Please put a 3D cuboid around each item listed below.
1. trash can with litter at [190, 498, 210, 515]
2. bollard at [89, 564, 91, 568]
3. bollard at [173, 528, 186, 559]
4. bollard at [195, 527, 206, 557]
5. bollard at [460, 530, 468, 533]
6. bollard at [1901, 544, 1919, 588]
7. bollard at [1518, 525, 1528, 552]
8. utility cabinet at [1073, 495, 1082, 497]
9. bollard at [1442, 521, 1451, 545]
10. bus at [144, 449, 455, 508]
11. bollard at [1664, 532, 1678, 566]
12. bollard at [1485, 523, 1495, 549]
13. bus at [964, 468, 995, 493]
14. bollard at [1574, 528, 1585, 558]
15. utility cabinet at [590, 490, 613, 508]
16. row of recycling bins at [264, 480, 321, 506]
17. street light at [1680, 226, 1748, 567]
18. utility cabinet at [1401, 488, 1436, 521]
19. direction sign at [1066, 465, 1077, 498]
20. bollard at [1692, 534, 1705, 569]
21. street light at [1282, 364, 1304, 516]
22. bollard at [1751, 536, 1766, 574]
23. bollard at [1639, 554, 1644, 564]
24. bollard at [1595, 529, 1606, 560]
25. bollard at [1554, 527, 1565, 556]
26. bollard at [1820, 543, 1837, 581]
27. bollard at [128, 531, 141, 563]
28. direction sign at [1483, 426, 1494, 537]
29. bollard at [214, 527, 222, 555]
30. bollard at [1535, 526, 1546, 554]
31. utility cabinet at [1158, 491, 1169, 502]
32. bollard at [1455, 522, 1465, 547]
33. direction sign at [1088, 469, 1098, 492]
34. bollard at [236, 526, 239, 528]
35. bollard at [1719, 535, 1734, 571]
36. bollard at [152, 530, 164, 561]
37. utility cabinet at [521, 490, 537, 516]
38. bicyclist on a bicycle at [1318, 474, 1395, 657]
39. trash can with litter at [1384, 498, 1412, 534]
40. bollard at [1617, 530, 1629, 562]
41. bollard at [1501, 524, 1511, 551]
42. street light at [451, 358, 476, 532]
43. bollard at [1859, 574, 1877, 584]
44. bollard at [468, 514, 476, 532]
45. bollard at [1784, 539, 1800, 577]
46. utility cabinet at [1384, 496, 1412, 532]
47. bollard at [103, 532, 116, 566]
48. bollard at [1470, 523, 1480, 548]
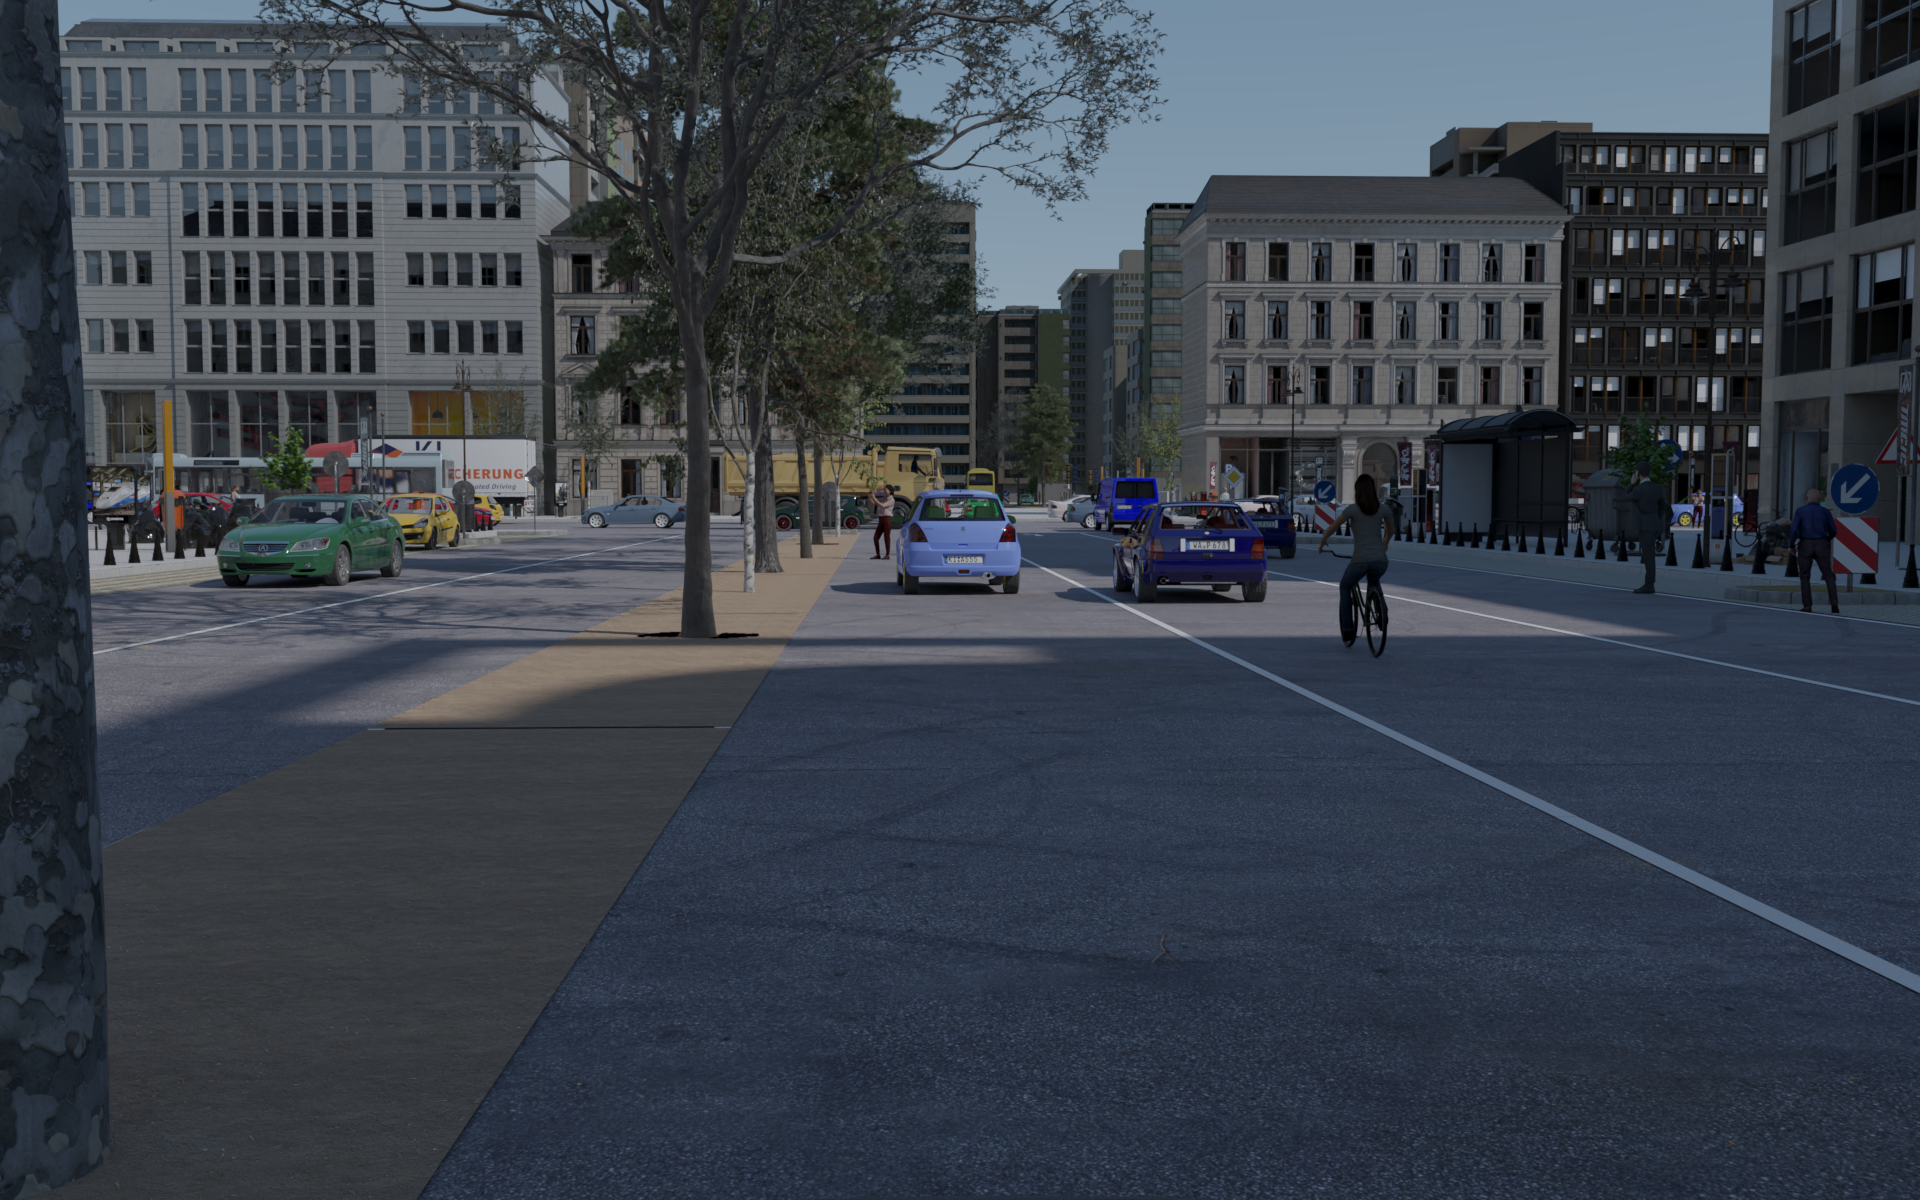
[{"bbox_3d":[-21.195,-2.295,48.908,1.055,1.170,0.624,-2,4,-29],"label":"trash can with litter"},{"bbox_3d":[-15.267,-0.862,30.139,0.229,0.601,0.229,0,3,0],"label":"bollard"},{"bbox_3d":[-15.444,-1.114,34.255,0.229,0.601,0.229,0,3,0],"label":"bollard"},{"bbox_3d":[-15.485,-1.177,35.280,0.229,0.601,0.229,0,3,0],"label":"bollard"},{"bbox_3d":[-16.396,-2.501,56.932,0.229,0.601,0.229,0,3,0],"label":"bollard"},{"bbox_3d":[13.002,-0.466,23.661,0.229,0.601,0.229,0,3,0],"label":"bollard"},{"bbox_3d":[12.389,-1.350,38.118,0.229,0.601,0.229,0,3,0],"label":"bollard"},{"bbox_3d":[8.988,-7.330,131.000,0.306,1.237,1.020,-2,4,-33],"label":"utility cabinet"},{"bbox_3d":[12.172,-1.667,43.298,0.229,0.601,0.229,0,3,0],"label":"bollard"},{"bbox_3d":[-28.610,-4.850,74.150,13.247,3.499,2.948,0,4,-3],"label":"bus"},{"bbox_3d":[12.696,-0.909,30.897,0.229,0.601,0.229,0,3,0],"label":"bollard"},{"bbox_3d":[12.304,-1.476,40.181,0.229,0.601,0.229,0,3,0],"label":"bollard"},{"bbox_3d":[1.864,-10.633,165.401,2.896,3.916,12.252,0,4,0],"label":"bus"},{"bbox_3d":[12.521,-1.160,35.000,0.229,0.601,0.229,0,3,0],"label":"bollard"},{"bbox_3d":[-19.532,-5.245,94.435,1.173,1.500,0.318,0,4,-7],"label":"utility cabinet"},{"bbox_3d":[-19.961,-2.744,51.984,1.069,1.692,3.534,0,4,-5],"label":"row of recycling bins"},{"bbox_3d":[13.080,-3.511,30.198,0.468,5.910,1.993,0,4,-2],"label":"street light"},{"bbox_3d":[15.920,-3.151,60.202,1.173,1.500,0.318,1,4,16],"label":"utility cabinet"},{"bbox_3d":[8.587,-8.647,133.379,0.876,3.537,0.379,1,4,20],"label":"direction sign"},{"bbox_3d":[12.738,-0.846,29.872,0.229,0.601,0.229,0,3,0],"label":"bollard"},{"bbox_3d":[11.814,-5.425,61.494,0.468,5.910,1.993,0,4,-2],"label":"street light"},{"bbox_3d":[12.827,-0.719,27.801,0.229,0.601,0.229,0,3,0],"label":"bollard"},{"bbox_3d":[12.654,-0.971,31.923,0.229,0.601,0.229,0,3,0],"label":"bollard"},{"bbox_3d":[12.566,-1.097,33.975,0.229,0.601,0.229,0,3,0],"label":"bollard"},{"bbox_3d":[12.479,-1.223,36.043,0.229,0.601,0.229,0,3,0],"label":"bollard"},{"bbox_3d":[12.912,-0.592,25.726,0.229,0.601,0.229,0,3,0],"label":"bollard"},{"bbox_3d":[-15.357,-0.988,32.199,0.229,0.601,0.229,0,3,0],"label":"bollard"},{"bbox_3d":[15.823,-3.685,52.245,0.379,3.537,0.876,-1,4,-18],"label":"direction sign"},{"bbox_3d":[-15.527,-1.240,36.313,0.229,0.601,0.229,0,3,0],"label":"bollard"},{"bbox_3d":[12.432,-1.287,37.081,0.229,0.601,0.229,0,3,0],"label":"bollard"},{"bbox_3d":[17.094,-8.427,146.460,1.173,1.500,0.318,3,5,40],"label":"utility cabinet"},{"bbox_3d":[12.215,-1.604,42.272,0.229,0.601,0.229,0,3,0],"label":"bollard"},{"bbox_3d":[11.889,-9.944,154.579,0.876,3.537,0.379,0,4,5],"label":"direction sign"},{"bbox_3d":[-15.571,-1.303,37.339,0.229,0.601,0.229,0,3,0],"label":"bollard"},{"bbox_3d":[12.778,-0.783,28.846,0.229,0.601,0.229,0,3,0],"label":"bollard"},{"bbox_3d":[-15.398,-1.051,33.229,0.229,0.601,0.229,0,3,0],"label":"bollard"},{"bbox_3d":[-24.992,-5.585,99.986,0.318,1.500,1.173,3,5,39],"label":"utility cabinet"},{"bbox_3d":[3.635,-0.345,15.657,1.499,1.676,1.625,0,4,-1],"label":"bicyclist on a bicycle"},{"bbox_3d":[13.980,-2.679,55.192,1.055,1.170,0.624,-2,4,-25],"label":"trash can with litter"},{"bbox_3d":[12.611,-1.034,32.949,0.229,0.601,0.229,0,3,0],"label":"bollard"},{"bbox_3d":[12.347,-1.414,39.155,0.229,0.601,0.229,0,3,0],"label":"bollard"},{"bbox_3d":[-16.904,-5.277,59.074,0.468,5.910,1.993,0,4,-2],"label":"street light"},{"bbox_3d":[12.954,-0.529,24.686,0.229,0.601,0.229,0,3,0],"label":"bollard"},{"bbox_3d":[-16.439,-2.564,57.958,0.229,0.601,0.229,0,3,0],"label":"bollard"},{"bbox_3d":[12.865,-0.656,26.760,0.229,0.601,0.229,0,3,0],"label":"bollard"},{"bbox_3d":[14.988,-2.927,59.020,1.020,1.237,0.306,1,4,18],"label":"utility cabinet"},{"bbox_3d":[-15.312,-0.925,31.173,0.229,0.601,0.229,0,3,0],"label":"bollard"},{"bbox_3d":[12.262,-1.540,41.228,0.229,0.601,0.229,0,3,0],"label":"bollard"}]
